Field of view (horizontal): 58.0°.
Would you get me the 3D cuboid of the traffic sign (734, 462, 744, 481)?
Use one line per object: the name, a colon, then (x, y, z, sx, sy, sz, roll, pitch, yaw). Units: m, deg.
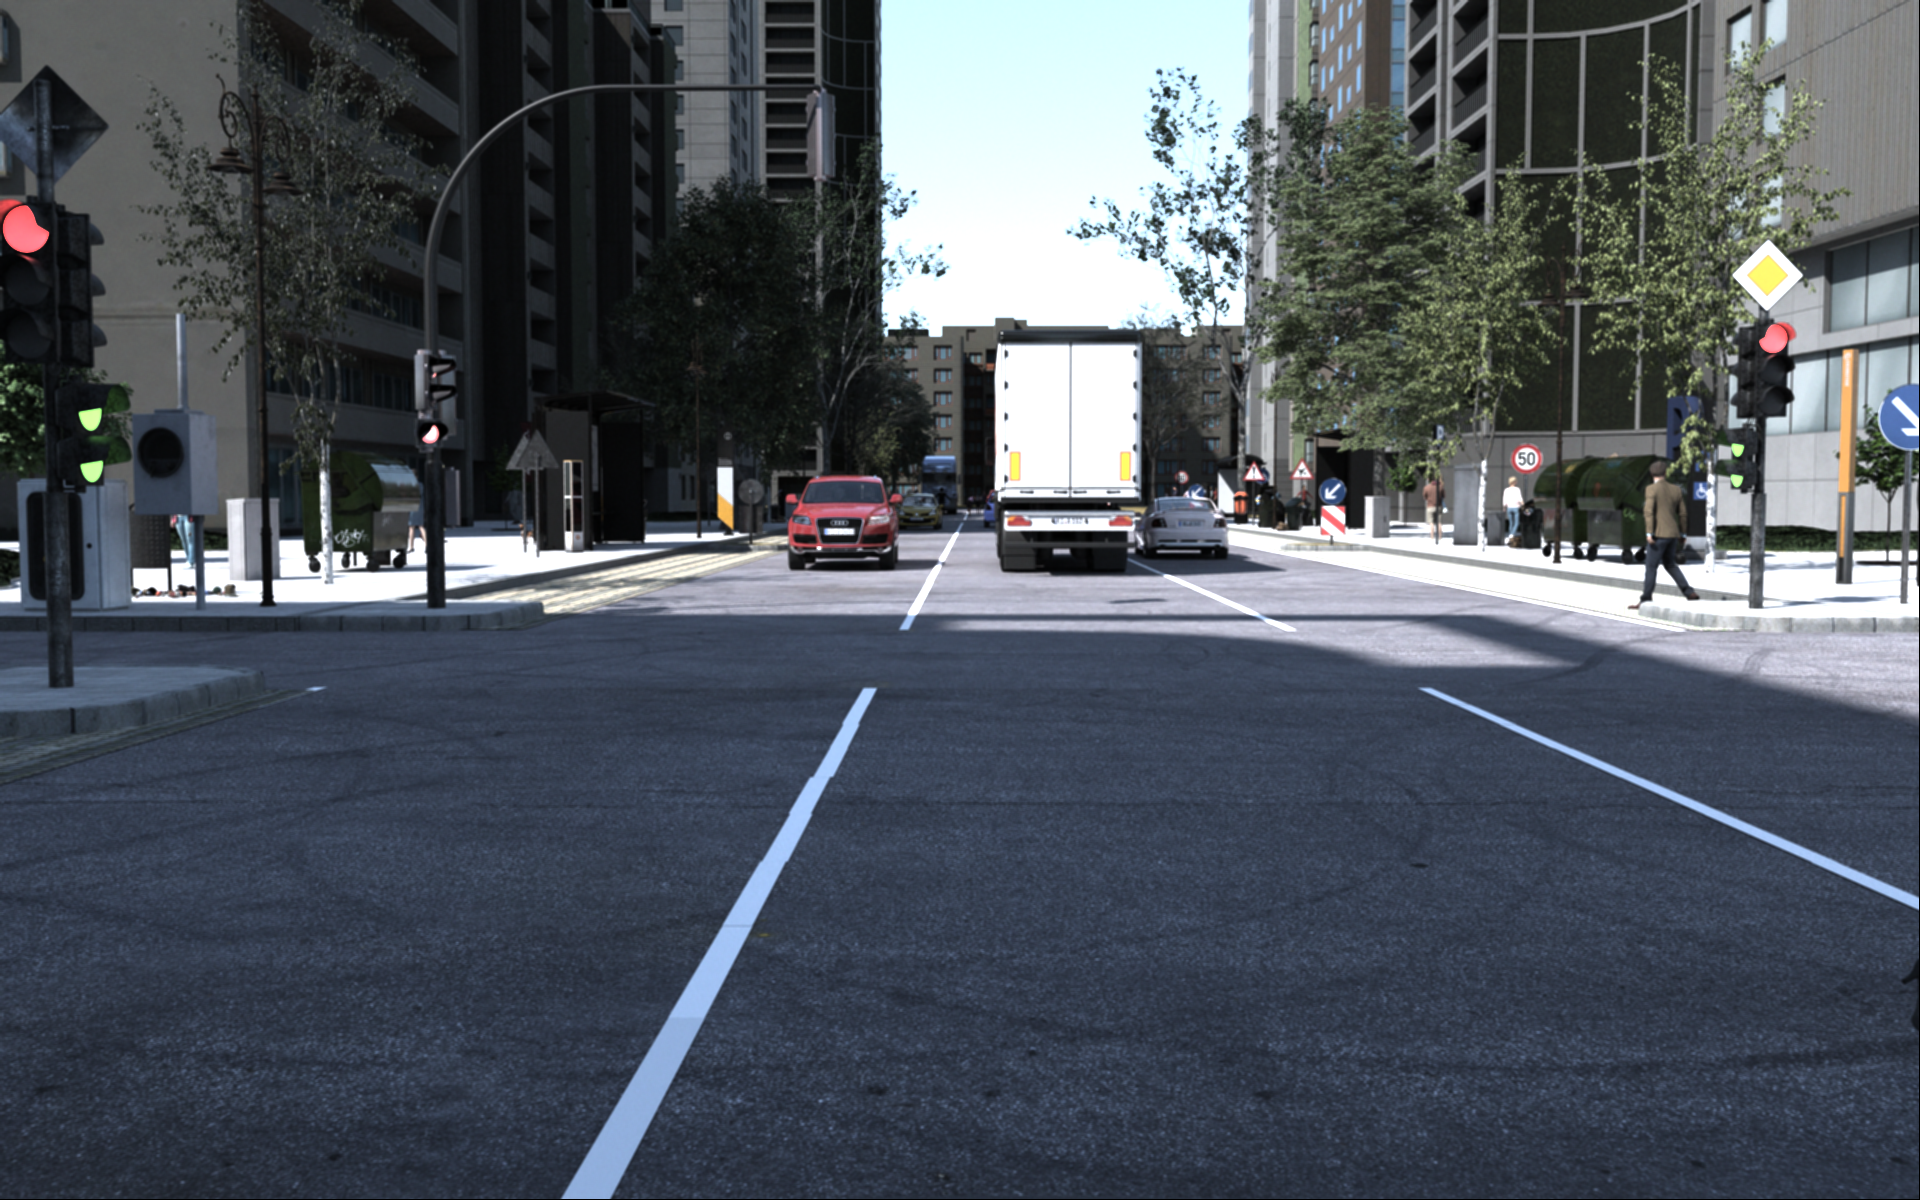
traffic sign: (-9.074, -4.255, 69.569, 0.884, 2.594, 0.081, 0, 4, 8)

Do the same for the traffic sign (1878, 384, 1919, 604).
traffic sign: (11.009, -1.224, 20.126, 0.768, 2.556, 0.104, 0, 4, 2)

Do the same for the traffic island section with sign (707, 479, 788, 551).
traffic island section with sign: (-5.327, -2.175, 44.184, 1.989, 1.847, 2.006, 0, 4, 1)

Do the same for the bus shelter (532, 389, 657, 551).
bus shelter: (-8.759, -3.103, 42.010, 1.731, 3.624, 6.357, 0, 4, 1)

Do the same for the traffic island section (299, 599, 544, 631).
traffic island section: (-5.920, 0.168, 19.530, 2.009, 0.180, 2.903, 0, 4, 1)

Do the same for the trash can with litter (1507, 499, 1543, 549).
trash can with litter: (13.261, -1.796, 40.751, 0.624, 1.170, 1.055, -1, 4, -19)

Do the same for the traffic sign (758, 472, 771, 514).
traffic sign: (-9.092, -4.803, 80.660, 0.606, 2.300, 0.079, 0, 4, 2)

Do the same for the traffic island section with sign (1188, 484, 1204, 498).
traffic island section with sign: (9.476, -3.812, 70.954, 1.989, 1.847, 2.006, 0, 4, 1)

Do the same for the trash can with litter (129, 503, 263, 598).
trash can with litter: (-9.853, -0.654, 21.750, 2.233, 1.210, 1.678, 0, 4, 3)

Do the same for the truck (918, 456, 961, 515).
truck: (-1.461, -8.431, 127.603, 2.967, 4.110, 18.799, 0, 4, 0)

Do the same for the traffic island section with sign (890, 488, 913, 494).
traffic island section with sign: (-4.499, -6.890, 121.280, 1.989, 1.847, 2.006, 0, 4, 1)

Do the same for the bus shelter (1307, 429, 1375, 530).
bus shelter: (14.455, -4.513, 65.063, 1.731, 3.624, 6.357, 0, 4, 1)

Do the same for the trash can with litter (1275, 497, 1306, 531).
trash can with litter: (11.472, -2.983, 60.165, 1.055, 1.170, 0.624, -3, 5, -40)

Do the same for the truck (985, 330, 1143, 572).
truck: (1.948, -2.832, 35.217, 2.839, 4.237, 11.283, 0, 4, 1)

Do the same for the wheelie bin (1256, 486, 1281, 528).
wheelie bin: (11.742, -3.539, 65.774, 0.980, 1.594, 0.693, -1, 4, -10)

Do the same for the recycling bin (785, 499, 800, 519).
recycling bin: (-8.416, -4.620, 88.095, 0.722, 1.027, 0.722, -3, 5, -43)

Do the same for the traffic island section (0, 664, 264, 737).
traffic island section: (-6.006, 0.657, 11.546, 2.009, 0.180, 2.903, 0, 4, 1)

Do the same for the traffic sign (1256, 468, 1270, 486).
traffic sign: (14.866, -5.218, 85.422, 0.768, 2.556, 0.104, 0, 4, 3)

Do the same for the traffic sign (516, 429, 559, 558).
traffic sign: (-8.501, -2.129, 34.819, 0.884, 2.594, 0.081, 0, 4, 4)

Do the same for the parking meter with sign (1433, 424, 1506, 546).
parking meter with sign: (12.672, -2.861, 43.037, 1.738, 3.016, 0.543, 3, 4, 36)

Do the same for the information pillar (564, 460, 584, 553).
information pillar: (-8.459, -2.046, 37.942, 0.304, 2.012, 0.304, -3, 5, -45)

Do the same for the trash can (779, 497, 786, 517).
trash can: (-9.062, -4.778, 89.778, 0.748, 1.137, 0.748, 0, 3, 0)

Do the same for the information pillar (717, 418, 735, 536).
information pillar: (-7.224, -3.795, 53.395, 0.504, 3.616, 0.183, -1, 4, -14)

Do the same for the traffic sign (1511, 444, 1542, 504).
traffic sign: (14.321, -2.675, 43.849, 0.768, 2.556, 0.104, 1, 4, 9)

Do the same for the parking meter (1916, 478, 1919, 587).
parking meter: (13.436, -1.111, 23.871, 0.255, 1.863, 0.399, -1, 4, -21)

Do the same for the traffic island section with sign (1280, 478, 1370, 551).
traffic island section with sign: (9.195, -2.161, 43.964, 1.989, 1.847, 2.006, 0, 4, 1)

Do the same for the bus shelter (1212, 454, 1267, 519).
bus shelter: (14.476, -5.874, 89.962, 2.014, 3.302, 5.546, 0, 4, 0)

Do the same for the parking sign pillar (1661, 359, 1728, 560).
parking sign pillar: (14.368, -2.790, 34.089, 1.447, 3.967, 1.447, 0, 4, 1)

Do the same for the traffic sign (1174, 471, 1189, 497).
traffic sign: (12.107, -5.788, 94.739, 0.768, 2.556, 0.104, 0, 4, 7)

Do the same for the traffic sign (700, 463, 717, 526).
traffic sign: (-10.095, -4.250, 69.597, 0.768, 2.556, 0.104, 0, 4, 6)

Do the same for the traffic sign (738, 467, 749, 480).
traffic sign: (-10.214, -4.921, 80.564, 0.768, 2.556, 0.104, 0, 4, 5)

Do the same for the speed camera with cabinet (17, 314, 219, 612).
speed camera with cabinet: (-9.252, -1.509, 19.000, 2.038, 3.252, 0.660, 0, 4, 7)

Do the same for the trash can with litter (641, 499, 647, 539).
trash can with litter: (-9.210, -2.280, 48.661, 0.624, 1.170, 1.055, -2, 4, -35)

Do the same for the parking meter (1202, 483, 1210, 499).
parking meter: (12.984, -5.240, 91.380, 0.399, 1.863, 0.255, 3, 5, 42)

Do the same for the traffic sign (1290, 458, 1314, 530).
traffic sign: (12.233, -3.793, 62.014, 0.884, 2.594, 0.081, 0, 4, 4)

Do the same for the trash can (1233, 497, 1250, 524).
trash can: (12.007, -3.809, 73.937, 0.748, 1.137, 0.748, 0, 3, 0)

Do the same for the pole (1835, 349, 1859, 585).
pole: (12.557, -1.876, 24.509, 0.158, 3.312, 0.155, 0, 3, 0)

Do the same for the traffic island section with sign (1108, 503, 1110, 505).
traffic island section with sign: (10.026, -6.880, 121.115, 1.989, 1.847, 2.006, 0, 4, 1)

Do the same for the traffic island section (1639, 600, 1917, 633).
traffic island section: (8.920, 0.178, 19.367, 2.009, 0.180, 2.903, 0, 4, 1)

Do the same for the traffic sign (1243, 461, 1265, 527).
traffic sign: (11.587, -4.179, 68.334, 0.884, 2.594, 0.081, 0, 4, 7)

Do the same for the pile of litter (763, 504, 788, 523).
pile of litter: (-8.240, -3.865, 77.156, 1.719, 0.858, 1.176, 1, 4, 8)

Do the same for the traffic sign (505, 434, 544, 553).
traffic sign: (-9.499, -2.310, 37.773, 0.884, 2.594, 0.081, 1, 4, 9)
